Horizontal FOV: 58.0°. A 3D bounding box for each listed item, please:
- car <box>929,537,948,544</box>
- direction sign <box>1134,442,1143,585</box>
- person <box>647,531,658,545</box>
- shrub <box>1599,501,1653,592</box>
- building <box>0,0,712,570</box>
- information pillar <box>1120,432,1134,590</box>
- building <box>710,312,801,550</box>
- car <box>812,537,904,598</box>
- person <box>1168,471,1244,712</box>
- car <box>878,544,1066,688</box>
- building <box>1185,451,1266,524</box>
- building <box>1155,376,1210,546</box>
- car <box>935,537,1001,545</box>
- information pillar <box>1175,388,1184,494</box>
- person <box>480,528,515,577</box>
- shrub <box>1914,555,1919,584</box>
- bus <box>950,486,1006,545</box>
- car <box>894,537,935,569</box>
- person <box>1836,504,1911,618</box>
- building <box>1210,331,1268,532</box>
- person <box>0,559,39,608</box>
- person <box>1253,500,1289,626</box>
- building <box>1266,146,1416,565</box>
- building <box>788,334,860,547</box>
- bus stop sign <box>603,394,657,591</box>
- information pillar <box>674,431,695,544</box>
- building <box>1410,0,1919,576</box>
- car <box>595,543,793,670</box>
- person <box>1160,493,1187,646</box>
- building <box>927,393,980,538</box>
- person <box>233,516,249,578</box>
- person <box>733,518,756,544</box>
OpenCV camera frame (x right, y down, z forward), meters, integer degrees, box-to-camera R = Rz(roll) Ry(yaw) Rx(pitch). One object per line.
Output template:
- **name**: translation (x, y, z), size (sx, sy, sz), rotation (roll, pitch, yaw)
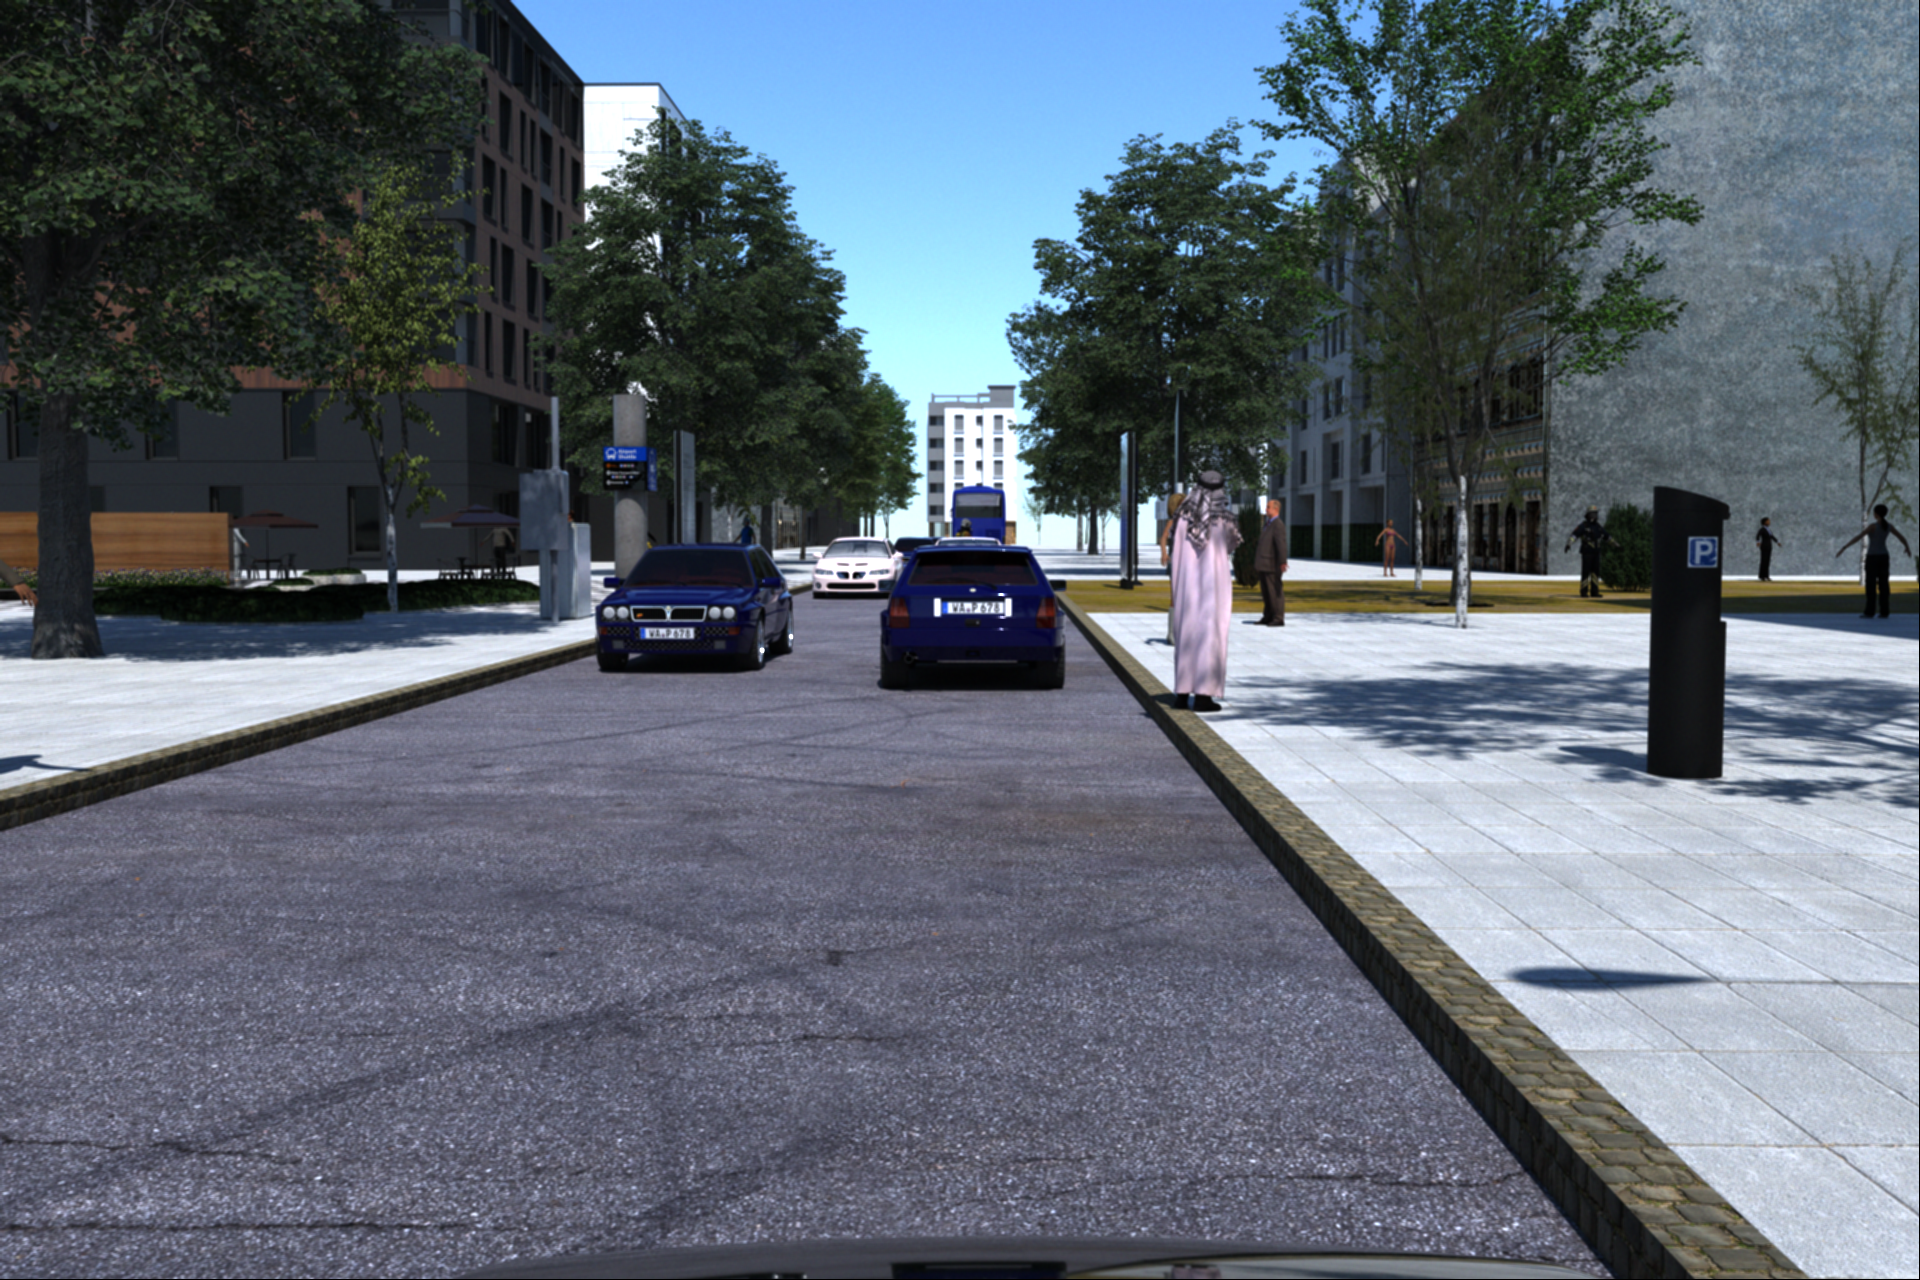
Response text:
- **car**: translation (-0.993, -3.069, 62.754), size (1.945, 1.354, 3.894), rotation (0, 4, 1)
- **direction sign**: translation (4.407, -3.137, 43.292), size (0.379, 3.537, 0.876), rotation (0, 4, 1)
- **person**: translation (-11.233, -3.342, 60.572), size (1.347, 1.837, 0.705), rotation (-1, 4, -21)
- **shrub**: translation (14.810, -2.068, 38.230), size (1.690, 2.028, 1.600), rotation (0, 3, 0)
- **building**: translation (-27.569, -14.246, 76.901), size (27.936, 21.610, 32.646), rotation (0, 4, 1)
- **information pillar**: translation (3.918, -3.015, 40.606), size (0.184, 3.620, 1.656), rotation (0, 4, 0)
- **building**: translation (-24.218, -19.593, 151.273), size (19.493, 23.208, 18.063), rotation (0, 4, 1)
- **car**: translation (-2.312, -1.696, 40.093), size (2.083, 1.381, 4.827), rotation (0, 4, 2)
- **person**: translation (1.787, -0.362, 12.626), size (0.551, 1.740, 0.621), rotation (0, 4, 8)
- **car**: translation (0.124, -0.297, 17.434), size (1.945, 1.354, 3.894), rotation (0, 4, 0)
- **building**: translation (27.622, -14.242, 175.007), size (9.099, 9.664, 28.070), rotation (0, 4, 1)
- **building**: translation (28.159, -21.198, 203.013), size (16.016, 20.090, 11.380), rotation (0, 4, 2)
- **car**: translation (0.180, -1.457, 36.180), size (2.083, 1.381, 4.827), rotation (0, 4, 1)
- **information pillar**: translation (3.555, -2.251, 28.153), size (0.183, 3.616, 0.504), rotation (0, 4, 1)
- **person**: translation (-13.718, -2.779, 51.570), size (1.348, 1.813, 0.705), rotation (2, 4, 28)
- **shrub**: translation (22.266, -1.731, 39.416), size (1.383, 1.207, 1.383), rotation (0, 3, 0)
- **bus**: translation (0.894, -5.895, 87.924), size (2.896, 3.916, 12.251), rotation (0, 3, 0)
- **car**: translation (-1.482, -2.705, 56.815), size (1.945, 1.354, 3.894), rotation (0, 4, 1)
- **person**: translation (14.005, -1.205, 26.518), size (1.217, 1.737, 0.721), rotation (0, 4, -7)
- **building**: translation (28.006, -18.411, 157.436), size (16.016, 20.090, 11.380), rotation (0, 4, 1)
- **person**: translation (-5.218, -0.126, 8.825), size (1.215, 1.744, 0.721), rotation (1, 4, 18)
- **person**: translation (4.331, -1.078, 24.225), size (0.434, 1.755, 0.990), rotation (-1, 4, -11)
- **building**: translation (26.363, -13.493, 87.076), size (16.747, 18.905, 31.486), rotation (0, 4, 1)
- **building**: translation (-25.286, -20.385, 177.271), size (27.936, 21.610, 32.646), rotation (0, 4, 1)
- **bus stop sign**: translation (-6.258, -2.684, 32.897), size (0.837, 3.901, 0.837), rotation (0, 4, 2)
- **information pillar**: translation (-6.367, -2.987, 40.147), size (0.184, 3.620, 1.656), rotation (0, 4, 1)
- **building**: translation (27.571, -14.104, 61.528), size (19.493, 23.208, 18.063), rotation (0, 4, 2)
- **car**: translation (-2.914, -0.421, 19.457), size (1.945, 1.354, 3.894), rotation (0, 4, 2)
- **person**: translation (2.594, -0.812, 19.887), size (0.721, 1.753, 1.214), rotation (2, 4, 33)
- **building**: translation (-3.854, -22.305, 223.567), size (11.380, 20.090, 16.016), rotation (0, 4, -3)
- **person**: translation (-21.244, -2.731, 50.841), size (0.705, 1.806, 1.347), rotation (-3, 5, -44)
- **person**: translation (-7.002, -3.087, 56.603), size (0.704, 1.817, 1.347), rotation (-3, 5, -40)
